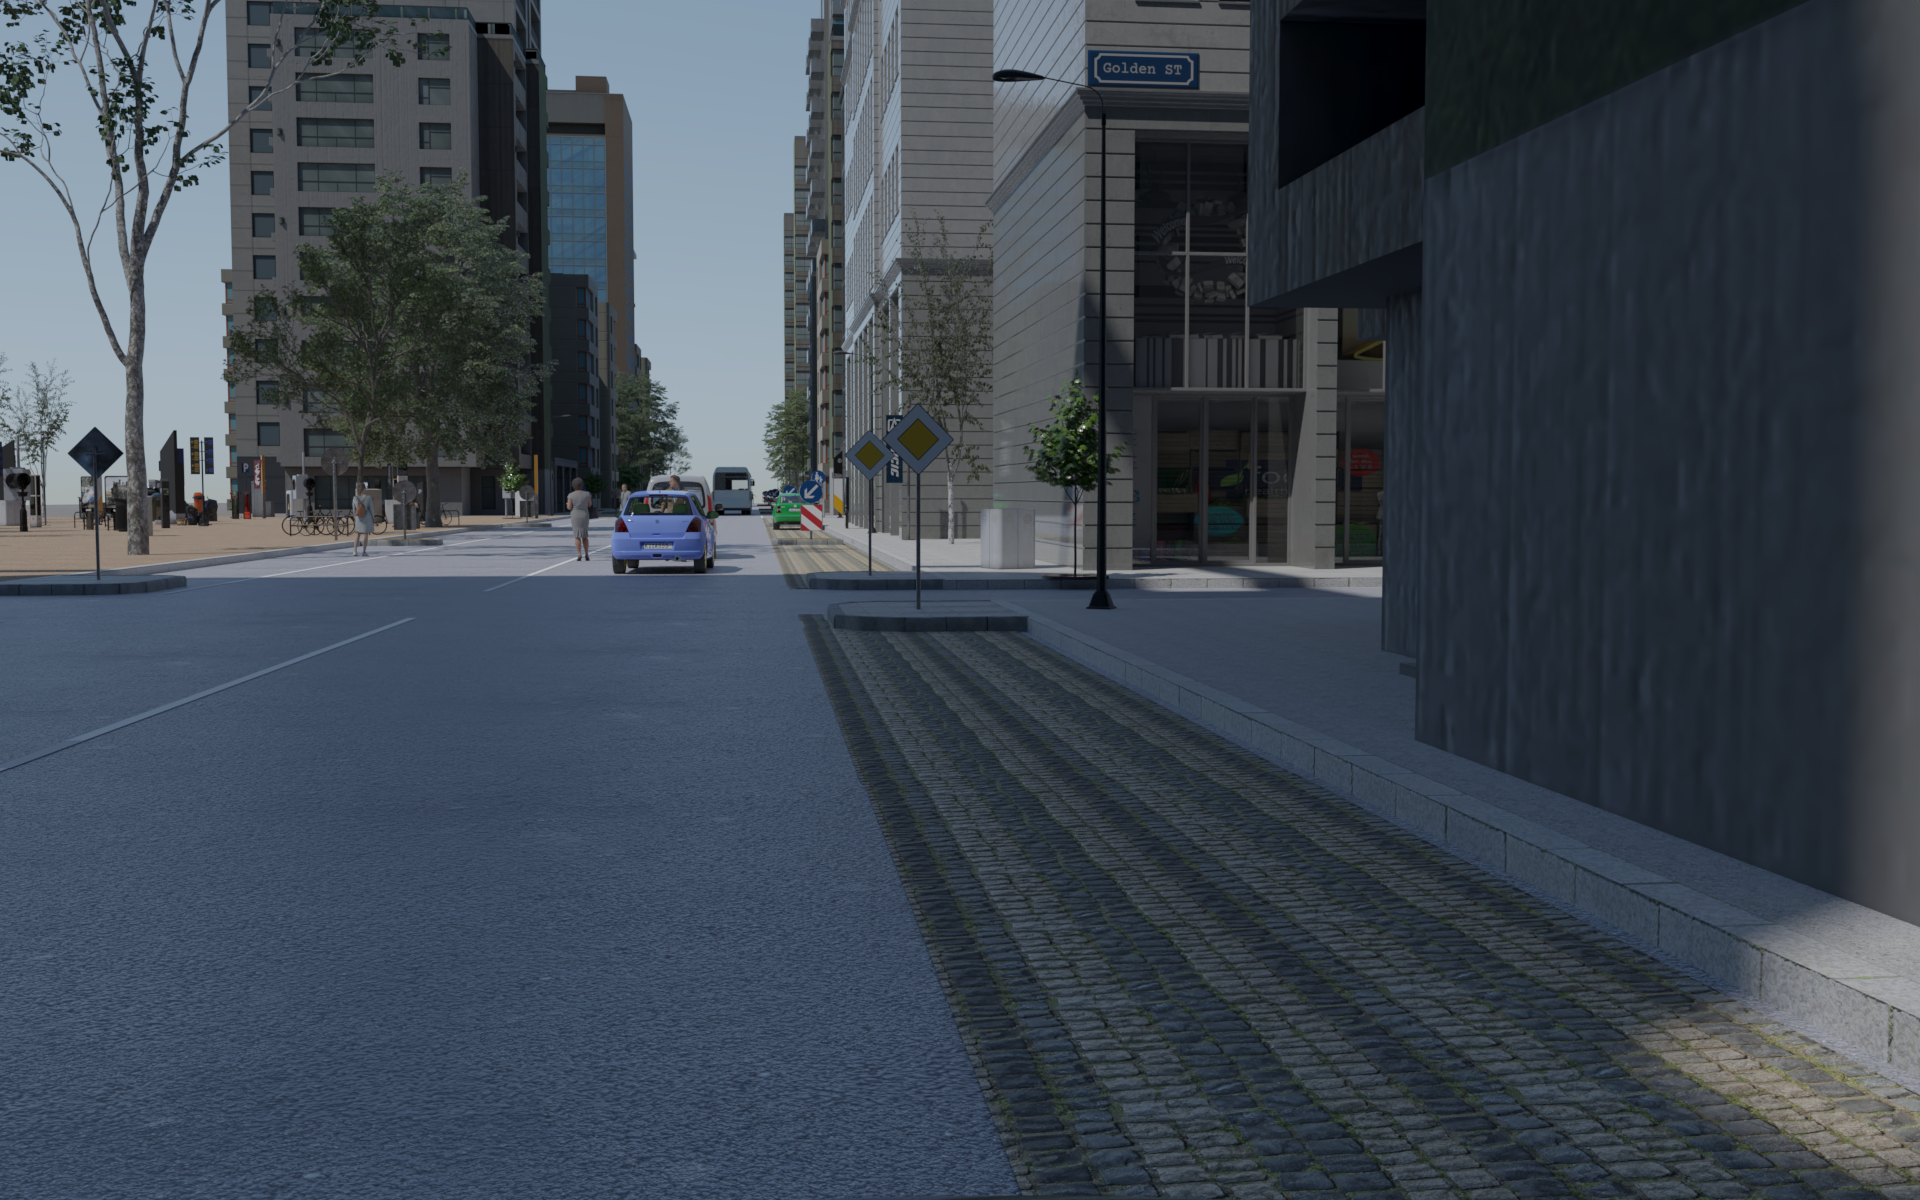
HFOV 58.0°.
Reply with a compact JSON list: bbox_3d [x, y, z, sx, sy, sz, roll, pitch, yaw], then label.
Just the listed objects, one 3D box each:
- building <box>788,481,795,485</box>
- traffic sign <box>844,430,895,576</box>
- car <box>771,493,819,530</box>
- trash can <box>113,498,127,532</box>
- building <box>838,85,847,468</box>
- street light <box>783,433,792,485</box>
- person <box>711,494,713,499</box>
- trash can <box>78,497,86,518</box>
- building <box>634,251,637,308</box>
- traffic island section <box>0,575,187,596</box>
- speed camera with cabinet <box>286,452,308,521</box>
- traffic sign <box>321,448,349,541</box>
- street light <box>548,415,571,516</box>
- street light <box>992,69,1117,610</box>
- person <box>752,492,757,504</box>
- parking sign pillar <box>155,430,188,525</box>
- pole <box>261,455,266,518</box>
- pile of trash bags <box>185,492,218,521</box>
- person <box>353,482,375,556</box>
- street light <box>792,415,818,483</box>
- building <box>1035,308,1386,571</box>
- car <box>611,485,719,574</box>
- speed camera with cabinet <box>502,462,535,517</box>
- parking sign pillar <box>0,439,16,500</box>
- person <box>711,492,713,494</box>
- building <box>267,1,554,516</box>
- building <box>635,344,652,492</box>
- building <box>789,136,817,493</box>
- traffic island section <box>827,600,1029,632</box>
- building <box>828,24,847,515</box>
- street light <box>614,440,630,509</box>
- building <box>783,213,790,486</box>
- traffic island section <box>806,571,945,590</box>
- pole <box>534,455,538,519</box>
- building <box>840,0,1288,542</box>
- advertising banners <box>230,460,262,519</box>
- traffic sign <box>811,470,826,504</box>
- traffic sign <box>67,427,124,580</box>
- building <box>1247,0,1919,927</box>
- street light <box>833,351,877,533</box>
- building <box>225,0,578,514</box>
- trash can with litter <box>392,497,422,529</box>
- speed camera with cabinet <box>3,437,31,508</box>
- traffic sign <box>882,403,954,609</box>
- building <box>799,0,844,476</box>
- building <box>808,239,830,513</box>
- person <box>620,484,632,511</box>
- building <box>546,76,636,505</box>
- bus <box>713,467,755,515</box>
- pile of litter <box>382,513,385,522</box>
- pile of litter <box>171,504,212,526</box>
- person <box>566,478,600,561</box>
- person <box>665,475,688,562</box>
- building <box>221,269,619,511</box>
[{"bbox_3d":[-7.251,-33.288,236.132,32.217,40.220,23.993,0,4,-7],"label":"building"},{"bbox_3d":[-1.417,-1.440,27.191,0.795,2.450,0.064,0,4,-7],"label":"traffic sign"},{"bbox_3d":[-6.677,-3.750,70.114,1.959,1.807,4.718,0,4,-6],"label":"car"},{"bbox_3d":[-28.411,-2.893,58.959,0.748,1.137,0.748,0,3,0],"label":"trash can"},{"bbox_3d":[1.362,-18.192,90.939,14.314,27.812,24.014,0,4,-7],"label":"building"},{"bbox_3d":[-12.427,-9.707,131.257,1.470,5.913,1.316,0,4,-7],"label":"street light"},{"bbox_3d":[-26.495,-10.607,185.163,0.421,1.427,0.697,0,4,-7],"label":"person"},{"bbox_3d":[-44.568,-4.687,88.282,0.748,1.137,0.748,0,3,0],"label":"trash can"},{"bbox_3d":[-57.426,-33.360,237.320,32.217,40.220,23.993,0,4,-7],"label":"building"},{"bbox_3d":[-12.905,-0.221,25.902,2.009,0.180,2.903,0,4,-7],"label":"traffic island section"},{"bbox_3d":[-31.530,-5.383,82.341,0.660,3.252,2.038,-2,4,-33],"label":"speed camera with cabinet"},{"bbox_3d":[-17.222,-2.913,47.732,0.768,2.556,0.104,0,4,-2],"label":"traffic sign"},{"bbox_3d":[-23.532,-7.902,101.739,1.470,5.913,1.316,0,4,-7],"label":"street light"},{"bbox_3d":[1.046,-2.852,19.177,1.470,5.913,1.316,0,4,-7],"label":"street light"},{"bbox_3d":[-28.964,-14.227,241.825,1.217,1.735,0.721,1,4,10],"label":"person"},{"bbox_3d":[-33.407,-5.198,73.459,1.447,3.967,1.447,3,5,40],"label":"parking sign pillar"},{"bbox_3d":[-36.577,-5.939,90.941,0.158,3.312,0.155,0,3,0],"label":"pole"},{"bbox_3d":[-35.678,-4.351,80.888,1.912,1.369,3.447,-2,4,-29],"label":"pile of trash bags"},{"bbox_3d":[-13.761,-1.859,39.900,0.512,1.701,0.522,0,4,-7],"label":"person"},{"bbox_3d":[-8.962,-7.914,101.936,1.470,5.913,1.316,0,4,-7],"label":"street light"},{"bbox_3d":[16.035,-15.760,35.175,29.804,29.767,11.434,0,4,-7],"label":"building"},{"bbox_3d":[-5.519,-1.399,32.463,1.945,1.707,3.694,0,4,-5],"label":"car"},{"bbox_3d":[-24.540,-6.232,96.237,2.038,3.252,0.660,3,4,36],"label":"speed camera with cabinet"},{"bbox_3d":[-47.318,-5.938,85.562,1.447,3.967,1.447,-1,4,-11],"label":"parking sign pillar"},{"bbox_3d":[-34.343,-14.158,240.518,0.617,1.759,0.750,2,4,35],"label":"person"},{"bbox_3d":[-33.133,-20.476,106.483,14.160,30.474,14.107,0,4,-7],"label":"building"},{"bbox_3d":[-52.546,-22.434,211.830,27.650,21.520,28.899,0,4,-7],"label":"building"},{"bbox_3d":[-12.245,-31.669,201.387,14.154,41.232,14.086,0,4,-7],"label":"building"},{"bbox_3d":[-0.445,0.180,19.342,2.009,0.180,2.903,0,4,-7],"label":"traffic island section"},{"bbox_3d":[-1.491,-20.767,111.247,14.160,30.474,14.107,0,4,-7],"label":"building"},{"bbox_3d":[-28.873,-10.715,147.736,1.470,5.913,1.316,0,4,-7],"label":"street light"},{"bbox_3d":[-18.775,-34.893,254.095,14.154,41.232,14.086,0,4,-7],"label":"building"},{"bbox_3d":[-1.395,-0.305,27.271,2.009,0.180,2.903,0,4,-7],"label":"traffic island section"},{"bbox_3d":[-22.114,-5.905,90.385,0.158,3.312,0.155,0,3,0],"label":"pole"},{"bbox_3d":[1.930,-17.509,63.766,11.434,29.767,29.804,0,4,-7],"label":"building"},{"bbox_3d":[-36.400,-5.635,88.320,2.074,3.025,0.090,1,4,20],"label":"advertising banners"},{"bbox_3d":[-7.558,-5.663,92.694,0.768,2.556,0.104,0,4,1],"label":"traffic sign"},{"bbox_3d":[-12.882,-1.358,25.843,0.795,2.450,0.064,0,4,-7],"label":"traffic sign"},{"bbox_3d":[9.094,-14.637,11.020,14.160,30.474,14.107,0,4,-7],"label":"building"},{"bbox_3d":[-3.406,-5.129,56.396,1.470,5.913,1.316,0,4,-7],"label":"street light"},{"bbox_3d":[-38.373,-41.857,122.614,20.563,71.187,20.611,0,4,-7],"label":"building"},{"bbox_3d":[-20.273,-3.184,63.441,1.055,1.170,0.624,0,4,2],"label":"trash can with litter"},{"bbox_3d":[-33.218,-3.996,59.664,2.038,3.252,0.660,0,4,-7],"label":"speed camera with cabinet"},{"bbox_3d":[-0.467,-0.955,19.263,0.795,2.450,0.064,0,4,-7],"label":"traffic sign"},{"bbox_3d":[-3.020,-33.196,162.365,23.786,49.044,30.456,0,4,-7],"label":"building"},{"bbox_3d":[2.626,-17.651,133.627,27.650,21.520,28.899,0,4,-7],"label":"building"},{"bbox_3d":[-12.564,-3.448,64.969,0.635,1.810,0.391,2,4,34],"label":"person"},{"bbox_3d":[-43.126,-32.995,189.586,14.600,45.320,14.200,0,4,-7],"label":"building"},{"bbox_3d":[-16.141,-7.863,123.423,2.948,3.499,13.247,0,4,-6],"label":"bus"},{"bbox_3d":[-26.737,-3.937,78.338,1.176,0.858,1.719,2,4,32],"label":"pile of litter"},{"bbox_3d":[-31.602,-3.491,71.043,1.719,0.858,1.176,-2,4,-24],"label":"pile of litter"},{"bbox_3d":[-8.084,-1.728,37.109,0.716,1.782,0.532,-2,4,-28],"label":"person"},{"bbox_3d":[-6.071,-1.734,36.768,0.656,1.842,0.836,-2,4,-30],"label":"person"},{"bbox_3d":[-44.629,-18.599,149.132,27.650,21.520,28.899,0,4,-7],"label":"building"}]
